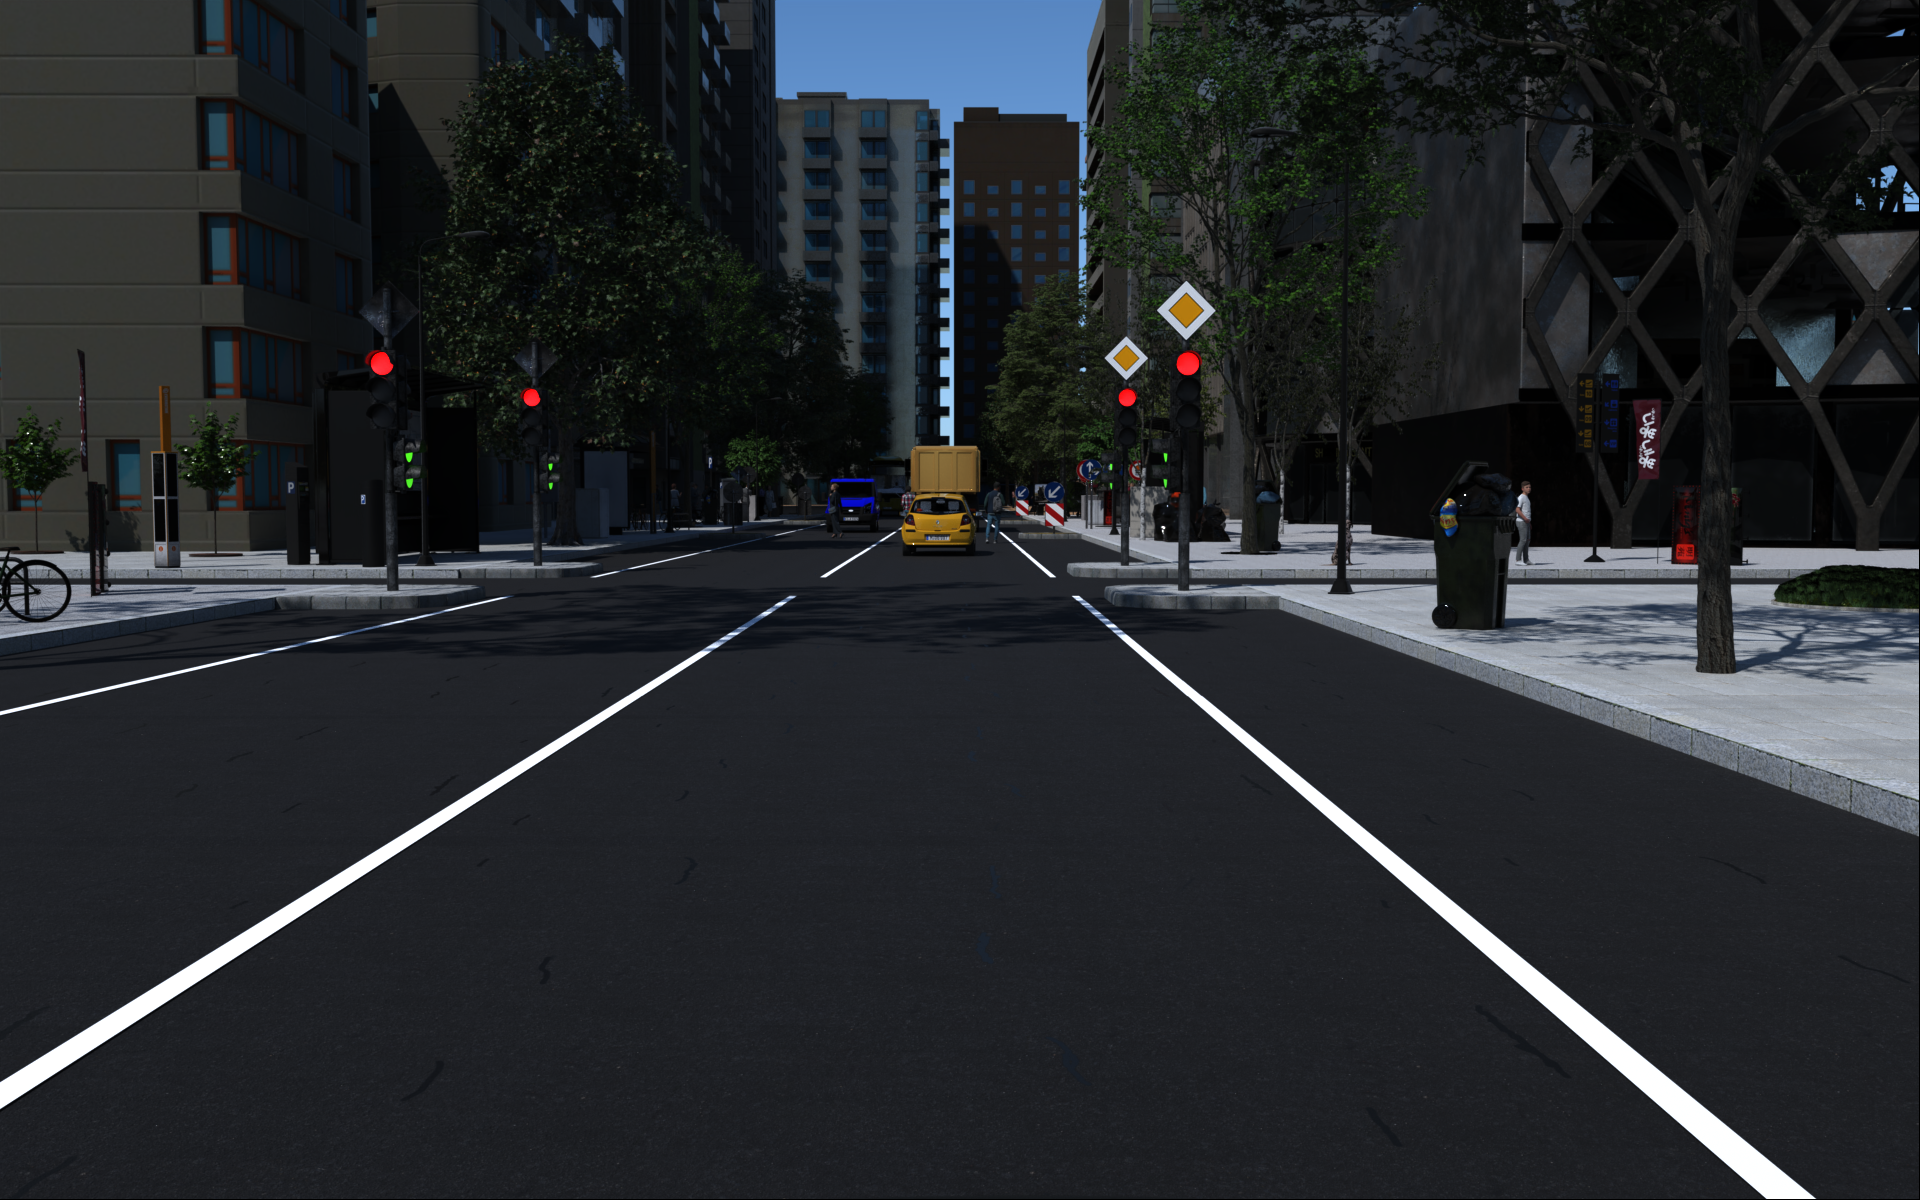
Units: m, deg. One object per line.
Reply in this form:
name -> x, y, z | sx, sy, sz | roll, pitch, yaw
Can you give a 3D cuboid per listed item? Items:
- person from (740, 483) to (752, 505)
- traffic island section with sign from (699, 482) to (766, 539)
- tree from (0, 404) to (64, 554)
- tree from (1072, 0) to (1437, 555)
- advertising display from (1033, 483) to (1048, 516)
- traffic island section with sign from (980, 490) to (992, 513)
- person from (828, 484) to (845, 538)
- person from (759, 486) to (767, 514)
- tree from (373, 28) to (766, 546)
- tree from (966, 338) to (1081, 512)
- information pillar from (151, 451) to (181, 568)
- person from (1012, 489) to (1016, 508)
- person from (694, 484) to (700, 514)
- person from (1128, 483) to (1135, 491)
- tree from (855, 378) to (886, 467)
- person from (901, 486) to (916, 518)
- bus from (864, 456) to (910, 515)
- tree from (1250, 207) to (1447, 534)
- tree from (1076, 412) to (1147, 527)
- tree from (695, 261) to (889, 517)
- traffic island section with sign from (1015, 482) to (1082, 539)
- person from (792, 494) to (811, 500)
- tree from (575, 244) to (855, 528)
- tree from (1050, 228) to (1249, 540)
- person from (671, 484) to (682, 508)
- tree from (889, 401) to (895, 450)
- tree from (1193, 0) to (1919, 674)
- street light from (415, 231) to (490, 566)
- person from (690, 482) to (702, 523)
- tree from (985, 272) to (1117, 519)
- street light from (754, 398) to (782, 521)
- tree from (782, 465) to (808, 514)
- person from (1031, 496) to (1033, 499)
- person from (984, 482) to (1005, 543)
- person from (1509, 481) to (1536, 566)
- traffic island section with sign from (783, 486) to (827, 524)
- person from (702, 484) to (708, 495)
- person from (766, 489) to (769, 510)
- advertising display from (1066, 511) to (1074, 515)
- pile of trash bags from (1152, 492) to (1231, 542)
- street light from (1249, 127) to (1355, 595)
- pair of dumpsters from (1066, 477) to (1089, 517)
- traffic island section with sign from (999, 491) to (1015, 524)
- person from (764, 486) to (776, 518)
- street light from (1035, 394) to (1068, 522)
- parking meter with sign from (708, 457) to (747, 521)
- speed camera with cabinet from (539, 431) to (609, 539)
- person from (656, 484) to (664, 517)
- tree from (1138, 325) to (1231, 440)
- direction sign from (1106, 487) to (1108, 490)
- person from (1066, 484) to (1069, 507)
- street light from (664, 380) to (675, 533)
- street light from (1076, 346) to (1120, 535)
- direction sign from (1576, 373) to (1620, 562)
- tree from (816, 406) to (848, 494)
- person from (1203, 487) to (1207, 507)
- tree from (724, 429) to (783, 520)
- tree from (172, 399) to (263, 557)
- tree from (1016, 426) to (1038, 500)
person -> -10.281, -4.700, 83.065 | 0.592, 1.802, 0.473 | 0, 4, 0
traffic island section with sign -> -7.310, -2.892, 55.904 | 1.989, 1.847, 2.006 | 0, 4, 0
tree -> -20.025, -2.609, 37.259 | 1.663, 3.219, 1.824 | 0, 3, 0
tree -> 5.984, -6.773, 36.497 | 9.928, 11.665, 9.643 | 0, 3, 0
advertising display -> 4.841, -6.027, 103.753 | 0.974, 1.923, 0.123 | -2, 4, -27
traffic island section with sign -> 2.707, -7.626, 133.310 | 1.989, 1.847, 2.006 | 0, 4, 0
person -> -4.000, -2.895, 56.249 | 0.534, 1.772, 0.576 | 0, 4, 1
person -> -12.397, -6.352, 109.764 | 0.599, 1.838, 0.709 | 1, 4, 22
tree -> -9.886, -7.723, 43.282 | 9.611, 12.733, 9.660 | 0, 3, 0
tree -> 5.272, -12.576, 122.630 | 9.611, 12.733, 9.660 | 0, 3, 0
information pillar -> -13.753, -1.560, 30.000 | 0.304, 2.012, 0.304 | 1, 4, 18
person -> 4.939, -9.200, 157.178 | 0.721, 1.736, 1.217 | 0, 4, -8
person -> -13.692, -5.097, 89.474 | 0.767, 1.812, 0.694 | -3, 5, -39
person -> 7.896, -4.531, 80.096 | 0.580, 1.828, 0.573 | 3, 4, 36
tree -> -10.148, -13.992, 154.522 | 9.928, 11.665, 9.643 | 0, 3, 0
person -> -1.735, -3.062, 59.400 | 0.563, 1.720, 0.643 | -1, 4, -17
bus -> -4.703, -7.539, 114.812 | 2.896, 3.916, 12.252 | 0, 4, -1
tree -> 10.447, -5.822, 45.551 | 4.360, 8.622, 3.978 | 0, 3, 0
tree -> 6.000, -5.146, 67.855 | 4.285, 4.588, 4.351 | 0, 3, 0
tree -> -10.345, -11.618, 96.605 | 9.857, 13.997, 8.962 | 0, 3, 0
traffic island section with sign -> 2.917, -2.918, 56.336 | 1.989, 1.847, 2.006 | 0, 4, 0
person -> -11.163, -7.092, 122.002 | 1.348, 1.823, 0.705 | 0, 4, -6
tree -> -10.600, -8.575, 65.956 | 9.928, 11.665, 9.643 | 0, 3, 0
tree -> 4.938, -5.977, 48.090 | 4.360, 8.622, 3.978 | 0, 3, 0
person -> -12.927, -4.410, 78.716 | 0.480, 1.755, 0.524 | 0, 4, 7
tree -> -11.207, -16.069, 169.387 | 9.857, 13.997, 8.962 | 0, 3, 0
tree -> 5.109, -4.753, 12.127 | 7.601, 10.594, 8.767 | -1, 4, -11
street light -> -8.995, -3.559, 30.734 | 1.470, 5.913, 1.316 | 0, 4, 0
person -> -11.697, -4.290, 76.359 | 0.590, 1.801, 0.661 | -1, 4, -14
tree -> 4.953, -10.453, 89.040 | 7.486, 12.596, 7.792 | 0, 3, 0
street light -> -9.238, -6.784, 83.463 | 1.470, 5.913, 1.316 | 0, 4, 0
tree -> -10.659, -7.288, 113.761 | 1.663, 3.219, 1.824 | 0, 3, 0
person -> 6.110, -7.873, 135.561 | 1.217, 1.735, 0.721 | 2, 4, 34
person -> 1.005, -2.539, 50.358 | 0.623, 1.781, 0.721 | 0, 4, 3
person -> 10.121, -1.372, 31.065 | 0.523, 1.515, 0.503 | 0, 4, 3
traffic island section with sign -> -7.370, -4.540, 82.859 | 1.989, 1.847, 2.006 | 0, 4, 0
person -> -13.873, -5.452, 95.168 | 0.794, 1.824, 0.713 | 3, 5, 40
person -> -15.680, -8.323, 142.134 | 1.348, 1.823, 0.705 | 0, 4, 5
advertising display -> 6.530, -6.164, 105.999 | 0.974, 1.923, 0.123 | 1, 4, 23
pile of trash bags -> 6.229, -2.320, 47.677 | 1.912, 1.369, 3.447 | 0, 4, -4
street light -> 4.363, -3.031, 22.103 | 1.470, 5.913, 1.316 | 0, 4, 0
pair of dumpsters -> 6.429, -5.849, 98.122 | 1.574, 2.255, 4.437 | 0, 4, 0
traffic island section with sign -> 2.846, -4.567, 83.291 | 1.989, 1.847, 2.006 | 0, 4, 0
person -> -10.345, -5.390, 94.519 | 0.694, 1.780, 0.624 | 2, 4, 28
street light -> 4.301, -6.584, 80.183 | 1.470, 5.913, 1.316 | 0, 4, 0
parking meter with sign -> -10.917, -5.219, 81.592 | 1.738, 3.016, 0.543 | -2, 4, -27
speed camera with cabinet -> -11.231, -3.424, 50.316 | 2.038, 3.252, 0.660 | 1, 4, 19
person -> -17.081, -5.614, 97.810 | 0.713, 1.824, 0.794 | -1, 4, -19
tree -> 9.484, -7.491, 72.839 | 4.737, 8.622, 4.395 | 0, 3, 0
direction sign -> 6.279, -5.004, 73.815 | 0.876, 3.537, 0.379 | 1, 4, 10
person -> 5.488, -5.307, 92.617 | 0.655, 1.846, 0.447 | 0, 4, 3
street light -> -9.087, -5.181, 57.248 | 1.470, 5.913, 1.316 | 0, 4, 0
street light -> 4.325, -5.006, 54.387 | 1.470, 5.913, 1.316 | 0, 4, 0
direction sign -> 11.984, -2.484, 32.609 | 0.876, 3.537, 0.379 | -1, 4, -13
tree -> -10.702, -11.512, 138.587 | 4.360, 8.622, 3.978 | 0, 3, 0
person -> 8.626, -3.376, 61.266 | 0.620, 1.820, 0.660 | -1, 4, -14
tree -> -10.401, -6.355, 87.622 | 4.285, 4.588, 4.351 | 0, 3, 0
tree -> -15.446, -2.515, 35.726 | 1.663, 3.219, 1.824 | 0, 3, 0
tree -> 5.005, -11.930, 145.416 | 4.737, 8.622, 4.395 | 0, 3, 0
